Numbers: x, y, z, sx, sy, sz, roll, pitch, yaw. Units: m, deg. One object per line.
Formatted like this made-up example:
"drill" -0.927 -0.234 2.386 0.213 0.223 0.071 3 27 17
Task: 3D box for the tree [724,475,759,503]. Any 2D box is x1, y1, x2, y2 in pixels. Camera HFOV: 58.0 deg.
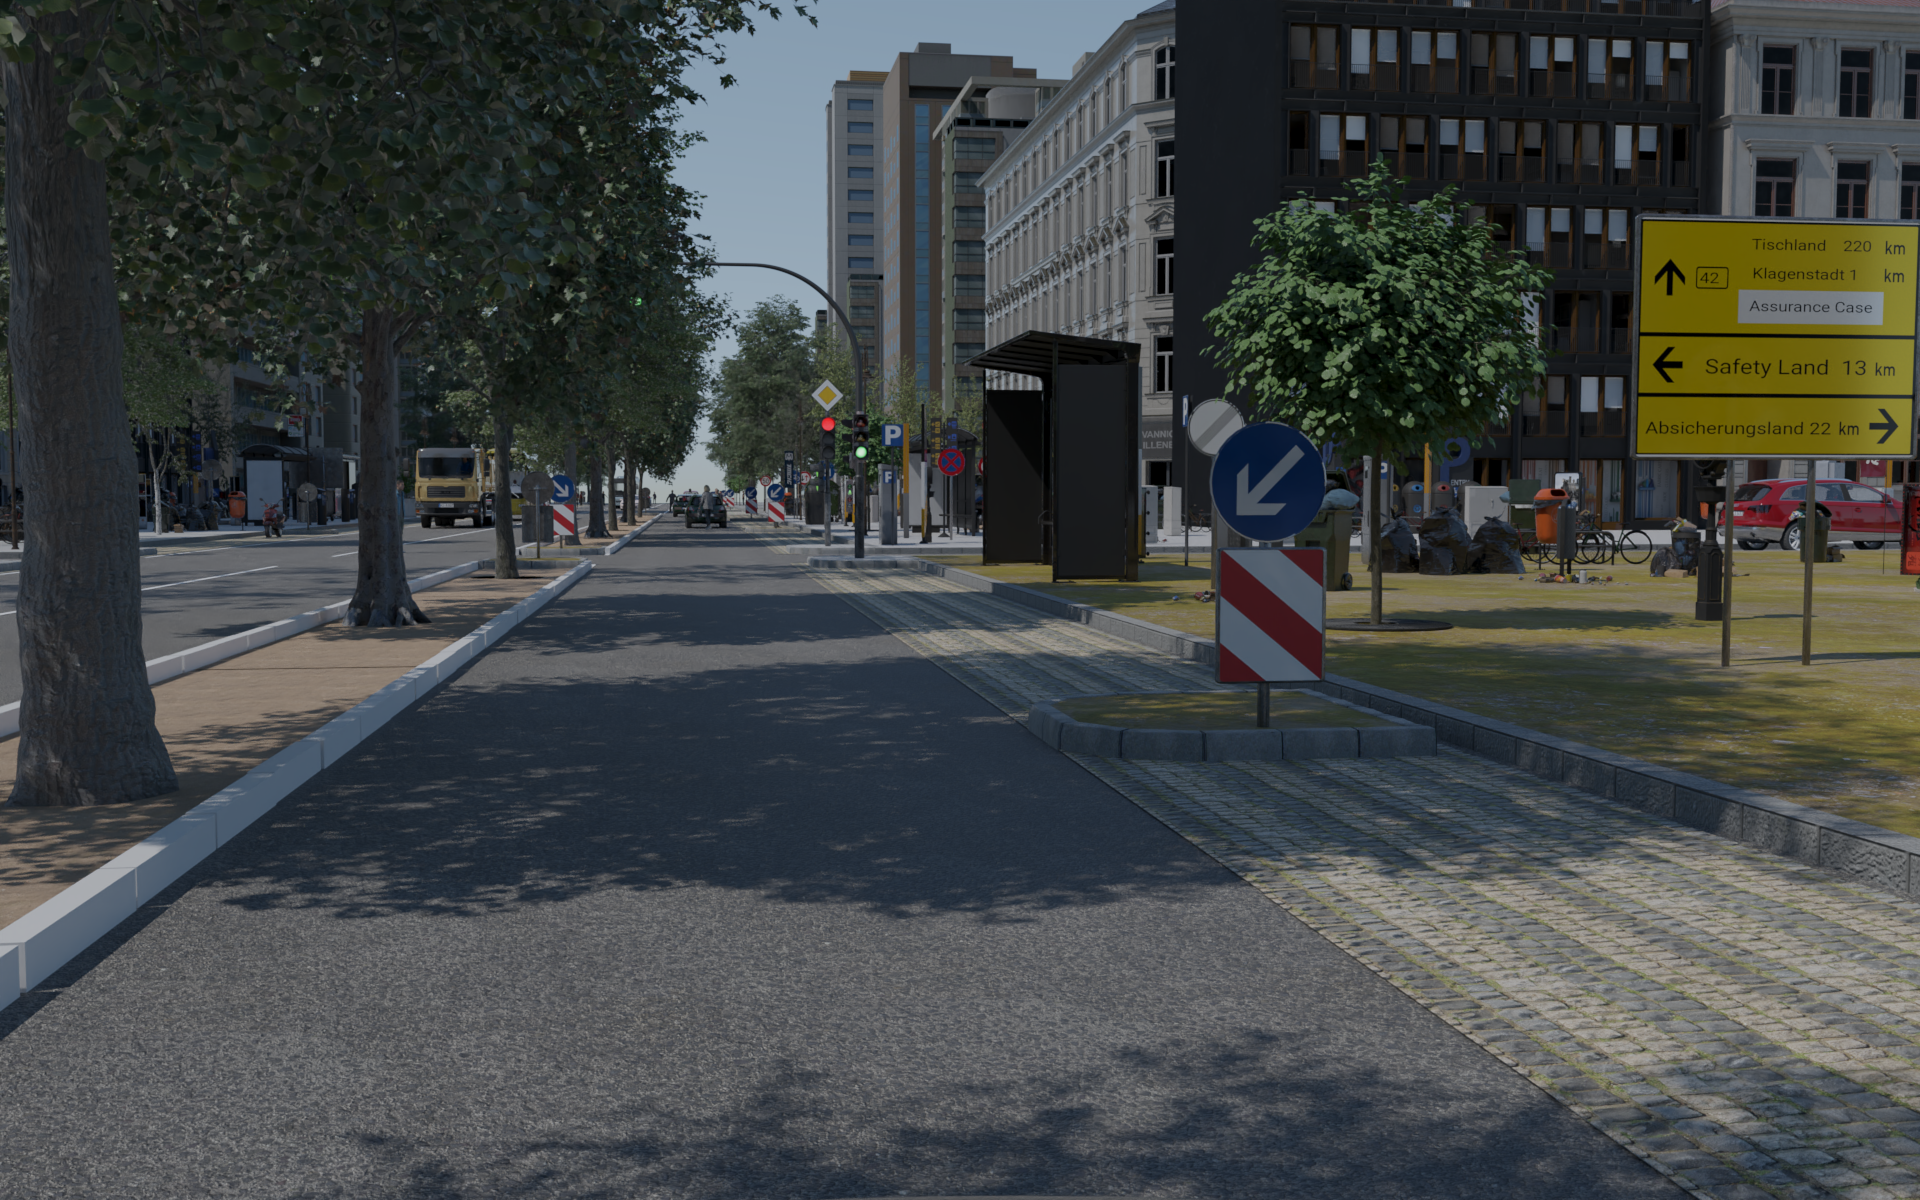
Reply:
"tree" -24.799 -13.336 201.762 4.285 4.588 4.351 0 3 0

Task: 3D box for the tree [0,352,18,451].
"tree" -35.545 -6.837 62.153 4.737 8.622 4.395 0 3 0

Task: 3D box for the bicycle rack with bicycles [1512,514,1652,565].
"bicycle rack with bicycles" 11.257 -1.143 32.067 2.925 0.926 2.852 1 4 16

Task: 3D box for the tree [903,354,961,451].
"tree" -2.596 -8.558 90.279 4.737 8.622 4.395 0 3 0

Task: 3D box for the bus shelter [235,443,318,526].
"bus shelter" -28.272 -4.766 71.853 2.014 3.302 5.546 -1 4 -9

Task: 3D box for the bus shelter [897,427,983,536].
"bus shelter" -0.668 -3.717 54.704 2.014 3.302 5.546 -1 4 -9

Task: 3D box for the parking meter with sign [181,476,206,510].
"parking meter with sign" -32.629 -4.750 73.926 0.543 3.016 1.738 1 4 22

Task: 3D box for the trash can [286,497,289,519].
"trash can" -32.678 -4.384 83.333 0.748 1.137 0.748 0 3 0

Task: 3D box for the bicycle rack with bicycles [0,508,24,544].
"bicycle rack with bicycles" -24.849 -1.910 44.605 2.925 0.926 2.852 -1 4 -14

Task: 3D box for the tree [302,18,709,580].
"tree" -7.759 -6.159 28.909 9.928 11.665 9.643 0 3 0

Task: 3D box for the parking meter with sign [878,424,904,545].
"parking meter with sign" -1.809 -2.925 44.086 0.543 3.016 1.738 -1 4 -9

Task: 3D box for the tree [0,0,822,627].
"tree" -6.318 -6.058 18.507 9.611 12.733 9.660 0 3 0

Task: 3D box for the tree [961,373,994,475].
"tree" 0.554 -9.422 104.414 4.737 8.622 4.395 0 3 0

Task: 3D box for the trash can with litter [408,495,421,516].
"trash can with litter" -32.179 -5.467 100.446 2.233 1.210 1.678 -2 4 -33

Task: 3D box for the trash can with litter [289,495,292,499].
"trash can with litter" -40.984 -5.864 106.925 1.678 1.210 2.233 1 4 16

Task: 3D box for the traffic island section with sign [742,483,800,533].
"traffic island section with sign" -7.046 -3.446 64.969 1.989 1.847 2.006 -1 4 -9

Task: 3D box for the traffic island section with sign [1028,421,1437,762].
"traffic island section with sign" 1.462 -0.096 10.196 1.989 1.847 2.006 -1 4 -9

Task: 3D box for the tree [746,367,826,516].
"tree" -9.280 -9.155 100.041 4.360 8.622 3.978 0 3 0

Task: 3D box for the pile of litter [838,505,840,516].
"pile of litter" -5.844 -4.685 90.566 1.176 0.858 1.719 1 4 15

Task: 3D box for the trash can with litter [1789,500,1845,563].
"trash can with litter" 16.168 -1.298 32.615 1.055 1.170 0.624 -2 4 -34

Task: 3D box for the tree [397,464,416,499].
"tree" -31.024 -6.293 97.496 1.663 3.219 1.824 0 3 0

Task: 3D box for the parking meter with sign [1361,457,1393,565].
"parking meter with sign" 7.624 -2.154 31.480 0.543 3.016 1.738 0 4 2

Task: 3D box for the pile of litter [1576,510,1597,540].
"pile of litter" 17.251 -2.121 48.646 1.719 0.858 1.176 -3 4 -38

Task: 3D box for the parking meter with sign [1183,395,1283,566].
"parking meter with sign" 4.858 -2.111 30.780 1.738 3.016 0.543 0 4 -2

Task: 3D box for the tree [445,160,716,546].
"tree" -10.608 -7.751 47.307 7.486 12.596 7.792 0 3 0

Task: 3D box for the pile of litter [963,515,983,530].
"pile of litter" 0.807 -2.949 62.173 1.176 0.858 1.719 -2 4 -24

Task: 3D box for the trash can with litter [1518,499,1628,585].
"trash can with litter" 9.121 -0.884 25.512 1.678 1.210 2.233 2 4 31

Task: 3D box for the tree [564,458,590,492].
"tree" -52.921 -17.657 239.053 4.737 8.622 4.395 0 3 0

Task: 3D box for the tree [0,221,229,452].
"tree" -23.719 -7.868 46.774 7.486 12.596 7.792 0 3 0

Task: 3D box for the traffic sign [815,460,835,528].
"traffic sign" -5.104 -4.001 65.514 0.768 2.556 0.104 0 4 -6

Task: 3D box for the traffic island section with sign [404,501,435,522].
"traffic island section with sign" -27.357 -4.865 88.176 1.989 1.847 2.006 -1 4 -9

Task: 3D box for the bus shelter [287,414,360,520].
"bus shelter" -33.067 -6.863 89.835 2.179 5.291 8.768 -1 4 -9

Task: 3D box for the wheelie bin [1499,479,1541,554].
"wheelie bin" 12.028 -1.780 37.014 0.980 1.594 0.693 1 4 15

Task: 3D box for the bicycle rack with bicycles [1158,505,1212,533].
"bicycle rack with bicycles" 7.664 -2.735 58.095 2.852 0.926 2.925 -2 4 -32

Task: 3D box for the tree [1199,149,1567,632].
"tree" 4.032 -2.021 16.765 4.285 4.588 4.351 0 3 0

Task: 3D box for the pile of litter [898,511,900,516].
"pile of litter" -3.304 -5.418 102.552 1.719 0.858 1.176 2 4 27

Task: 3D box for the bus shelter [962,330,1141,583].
"bus shelter" 1.367 -2.247 28.014 1.731 3.624 6.357 -1 4 -9

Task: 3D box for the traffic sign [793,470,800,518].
"traffic sign" -8.790 -5.611 91.840 0.768 2.556 0.104 0 4 -8

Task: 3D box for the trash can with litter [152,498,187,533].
"trash can with litter" -26.004 -2.788 56.964 1.055 1.170 0.624 -1 4 -20

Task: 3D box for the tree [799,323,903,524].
"tree" -4.960 -7.567 74.079 4.737 8.622 4.395 0 3 0

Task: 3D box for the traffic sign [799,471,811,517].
"traffic sign" -8.628 -5.878 96.206 0.768 2.556 0.104 0 4 -2

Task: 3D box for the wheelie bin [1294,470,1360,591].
"wheelie bin" 4.838 -0.924 23.015 0.980 1.594 0.693 3 4 37

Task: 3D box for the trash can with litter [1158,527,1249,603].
"trash can with litter" 3.385 -0.602 20.896 1.678 1.210 2.233 0 4 -2

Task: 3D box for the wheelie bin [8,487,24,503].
"wheelie bin" -40.337 -4.053 74.178 0.693 1.594 0.980 -1 4 -19

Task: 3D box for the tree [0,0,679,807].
"tree" -4.060 -6.028 7.668 9.857 13.997 8.962 0 3 0

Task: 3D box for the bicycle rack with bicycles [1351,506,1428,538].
"bicycle rack with bicycles" 12.260 -2.294 50.882 2.925 0.926 2.852 3 5 43

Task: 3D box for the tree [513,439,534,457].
"tree" -39.737 -12.343 152.167 4.737 8.622 4.395 0 3 0

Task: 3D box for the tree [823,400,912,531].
"tree" -3.094 -4.690 60.397 4.285 4.588 4.351 0 3 0

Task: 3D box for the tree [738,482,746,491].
"tree" -21.581 -14.105 180.975 4.360 8.622 3.978 0 3 0

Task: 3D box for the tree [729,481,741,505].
"tree" -26.435 -12.928 205.974 1.663 3.219 1.824 0 3 0

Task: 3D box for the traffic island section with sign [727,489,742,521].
"traffic island section with sign" -11.193 -5.085 91.769 1.989 1.847 2.006 -1 4 -9

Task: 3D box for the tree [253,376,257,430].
"tree" -36.890 -8.288 85.870 4.360 8.622 3.978 0 3 0

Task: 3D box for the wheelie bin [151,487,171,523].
"wheelie bin" -33.923 -4.016 73.577 0.693 1.594 0.980 -1 4 -14

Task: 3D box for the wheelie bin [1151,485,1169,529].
"wheelie bin" 7.281 -3.366 62.934 0.980 1.594 0.693 0 4 6

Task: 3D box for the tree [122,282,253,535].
"tree" -25.239 -6.341 54.037 4.360 8.622 3.978 0 3 0

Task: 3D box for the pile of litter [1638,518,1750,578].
"pile of litter" 11.537 -0.798 27.010 1.719 0.858 1.176 0 4 -3

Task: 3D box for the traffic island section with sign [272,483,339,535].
"traffic island section with sign" -23.222 -3.236 61.539 1.989 1.847 2.006 -1 4 -9
